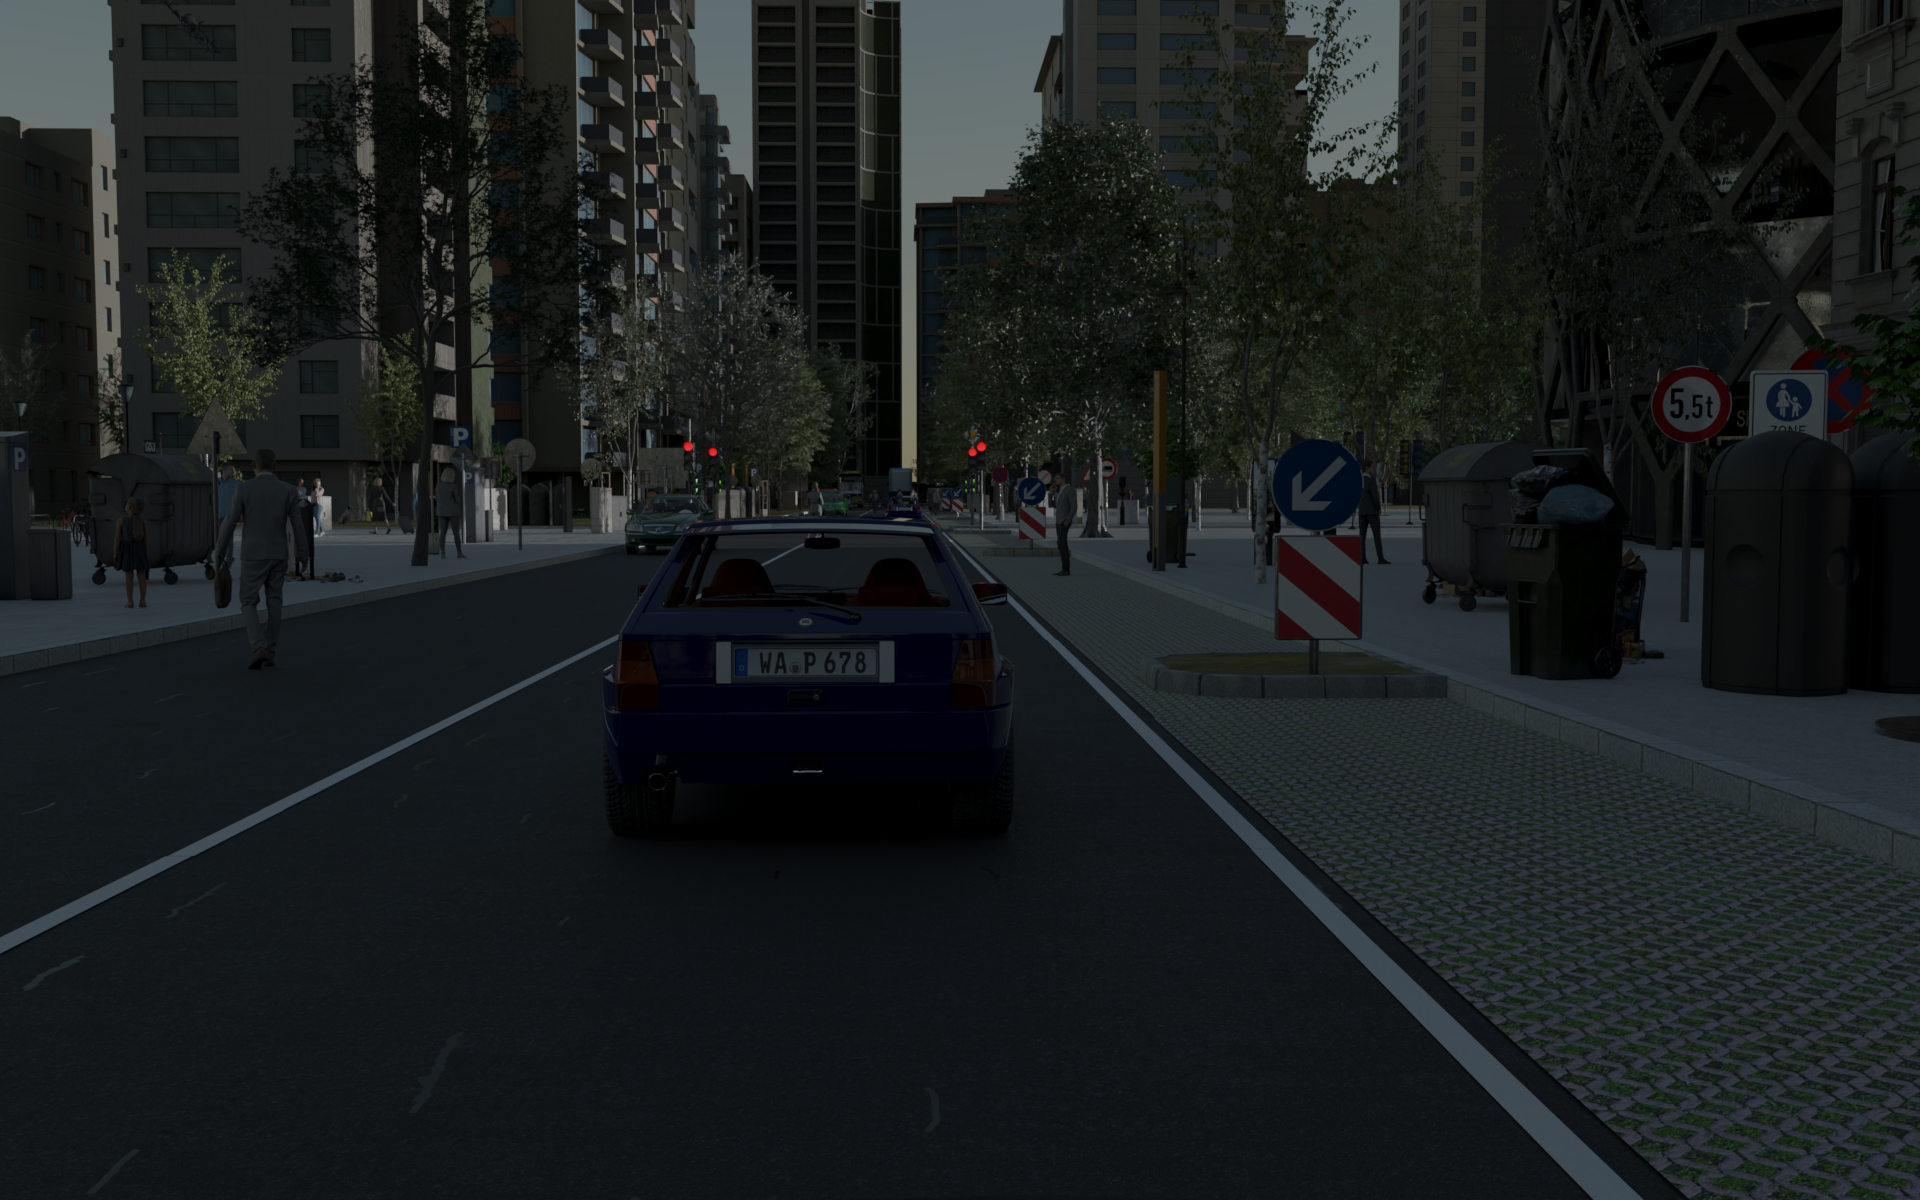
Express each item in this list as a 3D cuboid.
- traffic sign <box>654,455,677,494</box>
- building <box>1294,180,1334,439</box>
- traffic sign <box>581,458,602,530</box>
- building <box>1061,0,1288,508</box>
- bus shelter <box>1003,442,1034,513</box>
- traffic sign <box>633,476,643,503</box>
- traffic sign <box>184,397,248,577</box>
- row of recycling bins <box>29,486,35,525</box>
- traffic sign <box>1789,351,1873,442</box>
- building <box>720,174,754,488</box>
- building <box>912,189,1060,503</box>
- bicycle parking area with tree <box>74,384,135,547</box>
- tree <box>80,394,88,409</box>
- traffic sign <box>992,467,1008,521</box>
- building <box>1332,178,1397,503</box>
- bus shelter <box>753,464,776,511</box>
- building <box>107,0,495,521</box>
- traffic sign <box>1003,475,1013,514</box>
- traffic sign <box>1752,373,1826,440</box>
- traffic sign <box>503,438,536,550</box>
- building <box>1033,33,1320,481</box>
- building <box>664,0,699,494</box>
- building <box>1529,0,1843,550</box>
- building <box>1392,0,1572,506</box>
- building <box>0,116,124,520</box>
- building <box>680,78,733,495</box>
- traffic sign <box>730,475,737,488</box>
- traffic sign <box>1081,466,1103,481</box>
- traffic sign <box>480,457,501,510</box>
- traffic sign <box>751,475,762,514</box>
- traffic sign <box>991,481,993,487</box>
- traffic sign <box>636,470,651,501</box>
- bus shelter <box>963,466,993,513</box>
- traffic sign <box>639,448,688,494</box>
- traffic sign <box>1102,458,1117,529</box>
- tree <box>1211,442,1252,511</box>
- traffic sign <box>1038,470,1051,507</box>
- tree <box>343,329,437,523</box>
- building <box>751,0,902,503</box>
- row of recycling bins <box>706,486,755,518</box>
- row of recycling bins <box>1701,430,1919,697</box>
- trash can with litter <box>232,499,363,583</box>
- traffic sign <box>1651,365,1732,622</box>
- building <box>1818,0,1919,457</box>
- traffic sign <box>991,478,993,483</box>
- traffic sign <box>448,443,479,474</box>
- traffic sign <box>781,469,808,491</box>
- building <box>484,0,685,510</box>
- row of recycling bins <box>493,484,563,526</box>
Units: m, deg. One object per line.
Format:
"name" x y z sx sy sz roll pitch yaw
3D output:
"traffic sign" -9.708 -3.485 57.082 0.768 2.556 0.104 0 4 5
"building" 44.100 -36.597 248.475 14.200 45.320 14.600 0 4 -2
"traffic sign" -13.079 -3.748 61.385 0.768 2.556 0.104 0 4 6
"building" 20.491 -38.352 169.049 21.231 58.520 28.212 0 4 -2
"bus shelter" 3.850 -8.773 121.071 2.179 5.291 8.768 0 4 -2
"traffic sign" -14.028 -4.688 76.648 0.884 2.594 0.081 0 4 4
"traffic sign" -9.934 -1.414 23.120 0.884 2.594 0.081 0 4 6
"row of recycling bins" -38.804 -3.898 70.839 1.069 1.692 3.534 0 4 -8
"traffic sign" 7.400 -0.901 14.834 0.768 2.556 0.104 0 4 3
"building" -40.404 -38.224 248.663 21.600 48.544 21.300 0 4 -2
"building" 6.129 -36.500 251.401 28.867 44.769 22.147 0 4 -2
"bicycle parking area with tree" -24.192 -3.519 44.540 8.231 4.147 9.016 0 4 -7
"tree" -42.287 -8.418 87.996 4.737 8.622 4.395 0 3 0
"traffic sign" 1.879 -4.951 81.060 0.768 2.556 0.104 0 4 7
"building" 58.390 -36.600 248.525 14.200 45.320 14.600 0 4 -2
"bus shelter" -15.376 -8.985 138.185 1.731 3.624 6.357 0 4 -2
"building" -32.121 -19.255 86.522 14.160 30.474 14.107 0 4 -2
"traffic sign" 3.108 -6.951 113.746 0.768 2.556 0.104 0 4 5
"traffic sign" 6.862 -0.752 14.420 0.606 2.300 0.079 0 4 7
"traffic sign" -10.082 -2.418 39.643 0.768 2.556 0.104 0 4 6
"building" 23.636 -37.181 197.143 28.713 52.752 27.495 0 4 -2
"building" -38.719 -34.787 158.014 28.713 52.752 27.495 0 4 -2
"building" 23.768 -10.759 43.361 16.820 18.784 16.811 0 4 -2
"building" 61.480 -46.691 201.656 20.611 71.187 20.563 0 4 -2
"building" -60.208 -15.142 92.609 28.899 21.520 27.650 0 4 -2
"building" -41.641 -35.315 197.010 30.456 49.044 23.786 0 4 -2
"traffic sign" -15.171 -7.033 115.094 0.768 2.556 0.104 0 4 7
"traffic sign" 5.422 -4.361 71.312 0.884 2.594 0.081 0 4 1
"traffic sign" -13.030 -2.811 48.083 0.606 2.300 0.079 0 4 5
"traffic sign" -13.397 -6.962 113.928 0.768 2.556 0.104 0 4 5
"traffic sign" 2.584 -7.739 126.534 0.884 2.594 0.081 0 4 6
"traffic sign" -13.545 -4.407 74.182 0.606 2.300 0.079 0 4 -1
"bus shelter" 1.307 -7.834 122.013 2.014 3.302 5.546 0 4 -2
"traffic sign" -13.025 -5.039 76.262 2.265 3.308 0.079 0 4 4
"traffic sign" 5.174 -3.738 61.229 0.768 2.556 0.104 0 4 7
"tree" 21.955 -12.506 130.229 9.928 11.665 9.643 0 3 0
"traffic sign" 4.489 -5.652 92.508 0.768 2.556 0.104 0 4 7
"tree" -25.253 -7.759 77.224 4.737 8.622 4.395 0 3 0
"building" -18.673 -49.567 248.674 20.611 71.187 20.563 0 4 -2
"row of recycling bins" -12.512 -5.355 94.665 1.069 1.692 3.534 3 4 36
"row of recycling bins" 6.686 -0.272 11.560 3.534 1.692 1.069 -1 4 -12
"trash can with litter" -9.640 -0.891 25.627 1.678 1.210 2.233 -3 5 -45
"traffic sign" 7.259 -1.050 17.274 0.768 2.556 0.104 0 4 7
"building" 19.524 -10.453 20.054 9.793 20.994 18.267 0 4 -2
"traffic sign" 2.678 -7.845 128.370 0.768 2.556 0.104 0 4 3
"traffic sign" -12.811 -2.750 44.692 0.795 2.593 0.064 0 4 2
"traffic sign" -13.569 -9.030 141.509 2.265 3.308 0.079 0 4 1
"building" -31.296 -28.499 120.580 22.147 44.769 28.867 0 4 -2
"row of recycling bins" -17.525 -3.894 70.785 3.534 1.692 1.069 1 4 12
